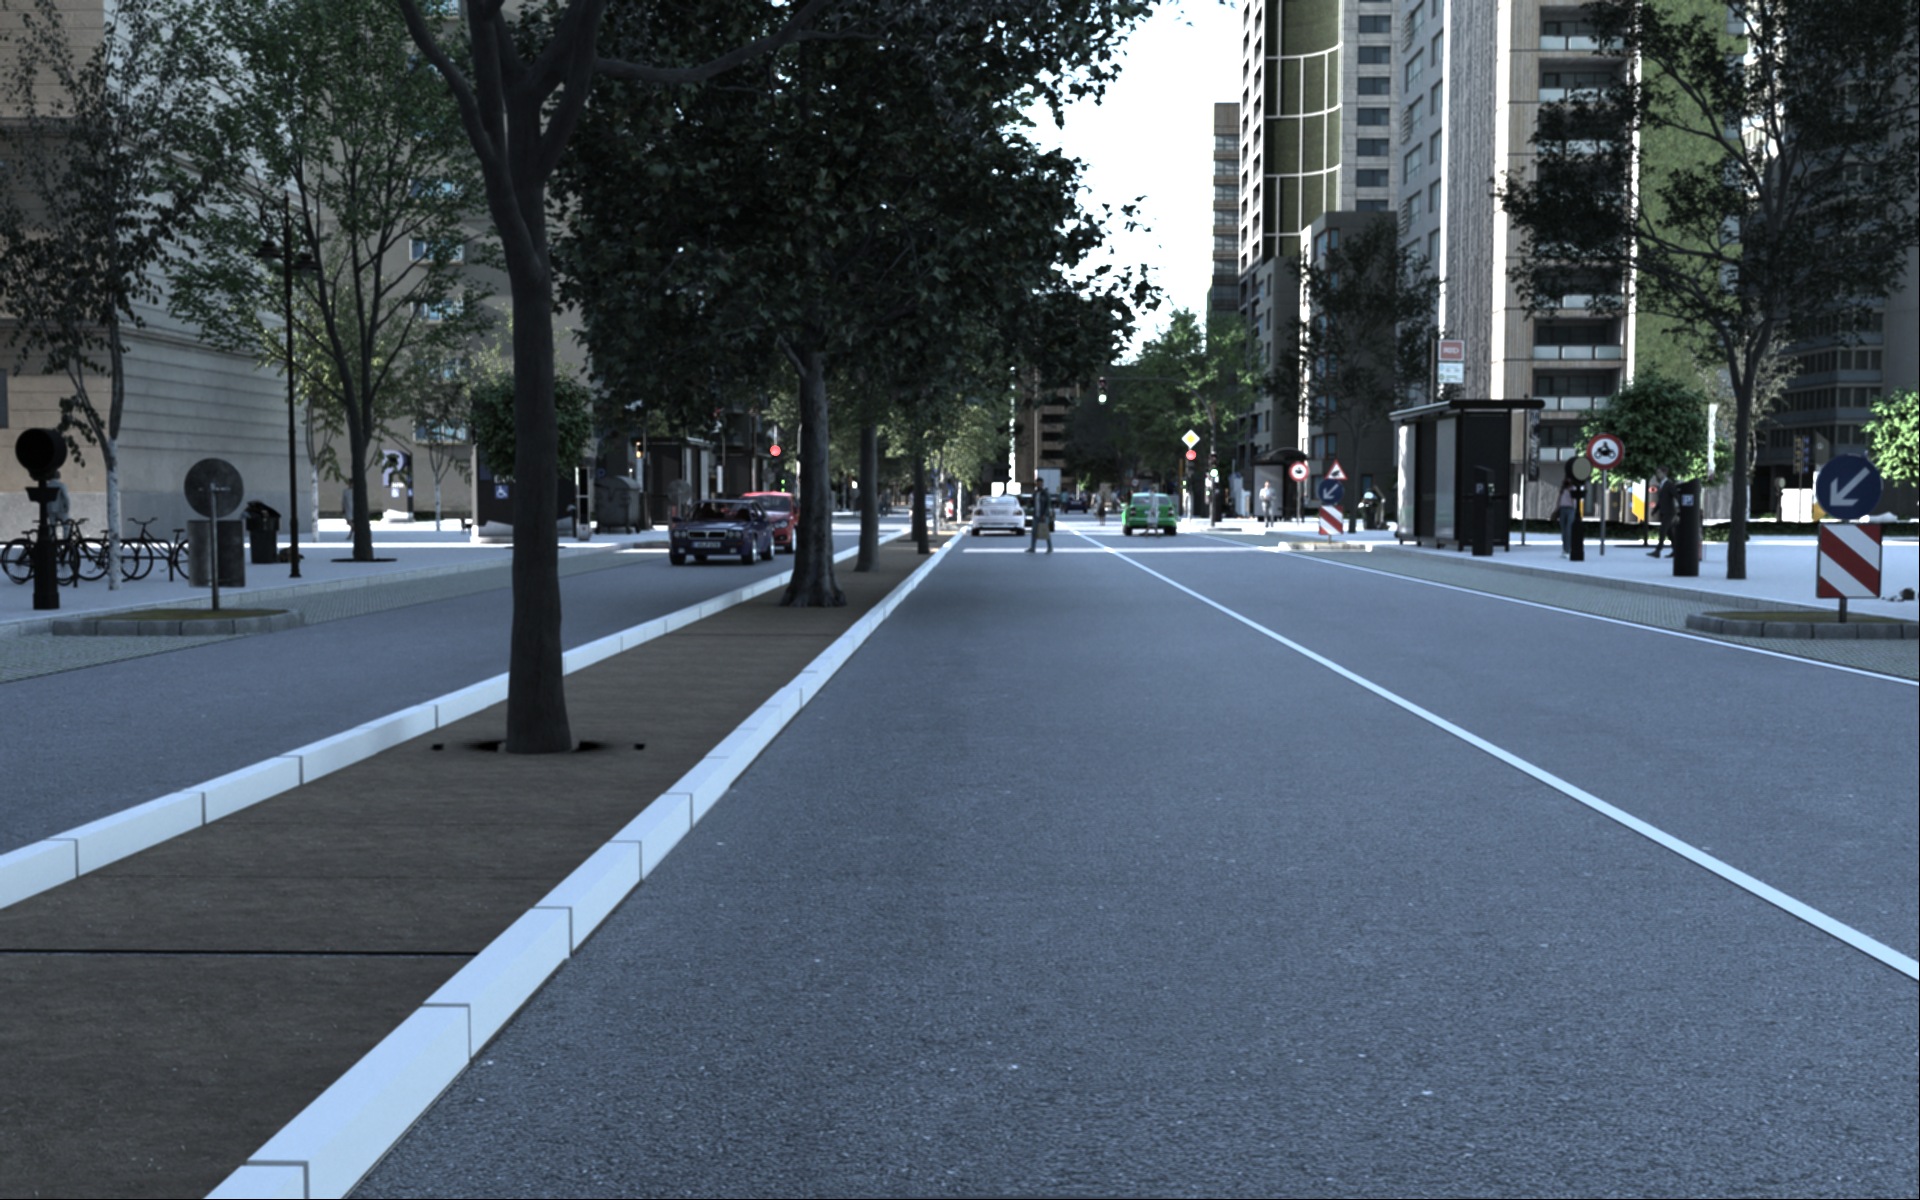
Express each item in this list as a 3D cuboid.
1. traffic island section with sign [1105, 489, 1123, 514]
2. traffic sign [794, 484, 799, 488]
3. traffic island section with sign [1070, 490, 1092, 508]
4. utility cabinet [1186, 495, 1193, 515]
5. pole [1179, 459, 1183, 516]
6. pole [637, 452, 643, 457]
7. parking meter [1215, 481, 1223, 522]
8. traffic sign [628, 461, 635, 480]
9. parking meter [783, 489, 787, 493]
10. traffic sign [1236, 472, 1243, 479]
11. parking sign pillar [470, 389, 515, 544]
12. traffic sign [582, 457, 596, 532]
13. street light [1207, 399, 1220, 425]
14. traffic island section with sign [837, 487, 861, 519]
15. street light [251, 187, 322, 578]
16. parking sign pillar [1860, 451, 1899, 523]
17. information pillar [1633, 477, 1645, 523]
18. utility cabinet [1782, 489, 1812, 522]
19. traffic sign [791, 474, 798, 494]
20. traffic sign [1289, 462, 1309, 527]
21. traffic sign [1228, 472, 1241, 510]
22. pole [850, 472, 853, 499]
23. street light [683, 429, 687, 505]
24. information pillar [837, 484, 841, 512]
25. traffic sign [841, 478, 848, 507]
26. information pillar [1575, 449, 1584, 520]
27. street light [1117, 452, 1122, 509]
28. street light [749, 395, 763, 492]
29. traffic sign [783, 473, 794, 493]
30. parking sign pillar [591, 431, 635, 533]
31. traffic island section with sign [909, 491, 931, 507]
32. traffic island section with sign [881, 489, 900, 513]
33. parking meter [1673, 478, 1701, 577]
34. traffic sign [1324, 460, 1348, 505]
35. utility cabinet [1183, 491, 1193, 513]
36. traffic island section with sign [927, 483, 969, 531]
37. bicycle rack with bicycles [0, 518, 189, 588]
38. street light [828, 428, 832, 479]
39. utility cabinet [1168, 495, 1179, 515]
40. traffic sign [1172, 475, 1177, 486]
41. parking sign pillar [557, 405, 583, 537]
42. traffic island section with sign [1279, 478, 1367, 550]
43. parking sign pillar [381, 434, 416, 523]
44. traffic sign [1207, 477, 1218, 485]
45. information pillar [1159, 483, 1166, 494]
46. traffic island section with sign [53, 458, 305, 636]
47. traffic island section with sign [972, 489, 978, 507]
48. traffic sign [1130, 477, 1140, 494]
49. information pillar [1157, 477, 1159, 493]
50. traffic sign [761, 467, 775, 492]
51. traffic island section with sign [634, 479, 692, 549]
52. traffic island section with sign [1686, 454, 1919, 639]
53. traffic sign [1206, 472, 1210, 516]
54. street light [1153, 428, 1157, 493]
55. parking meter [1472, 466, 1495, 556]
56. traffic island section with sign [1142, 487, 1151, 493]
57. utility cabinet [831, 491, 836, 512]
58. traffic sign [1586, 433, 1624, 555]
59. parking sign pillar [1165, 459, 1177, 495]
[{"bbox_3d":[11.354,-7.263,127.382,1.989,1.847,2.006,0,4,1],"label":"traffic island section with sign"},{"bbox_3d":[-11.621,-7.493,124.637,0.606,2.300,0.079,0,4,2],"label":"traffic sign"},{"bbox_3d":[12.573,-10.357,177.972,1.989,1.847,2.006,0,4,1],"label":"traffic island section with sign"},{"bbox_3d":[14.301,-5.770,105.507,1.020,1.237,0.306,0,4,-4],"label":"utility cabinet"},{"bbox_3d":[12.713,-6.471,99.640,0.158,3.312,0.155,0,3,0],"label":"pole"},{"bbox_3d":[-12.532,-4.528,67.874,0.158,3.312,0.155,0,3,0],"label":"pole"},{"bbox_3d":[11.759,-4.478,78.918,0.399,1.863,0.255,2,4,24],"label":"parking meter"},{"bbox_3d":[-12.611,-4.065,66.561,0.768,2.556,0.104,1,4,9],"label":"traffic sign"},{"bbox_3d":[-9.916,-5.655,98.168,0.255,1.863,0.399,0,4,-2],"label":"parking meter"},{"bbox_3d":[16.407,-6.303,102.779,0.795,2.593,0.064,0,4,7],"label":"traffic sign"},{"bbox_3d":[-11.956,-3.449,44.855,1.447,3.967,1.447,-2,4,-34],"label":"parking sign pillar"},{"bbox_3d":[-12.681,-3.612,59.167,0.768,2.556,0.104,0,4,2],"label":"traffic sign"},{"bbox_3d":[12.278,-6.809,84.115,0.468,5.910,1.993,0,4,1],"label":"street light"},{"bbox_3d":[-6.119,-5.654,101.079,1.989,1.847,2.006,0,4,1],"label":"traffic island section with sign"},{"bbox_3d":[-10.249,-3.287,26.524,0.468,5.910,1.993,0,4,1],"label":"street light"},{"bbox_3d":[34.976,-4.731,65.821,1.447,3.967,1.447,-1,4,-13],"label":"parking sign pillar"},{"bbox_3d":[26.486,-4.651,67.392,0.504,3.616,0.183,1,4,9],"label":"information pillar"},{"bbox_3d":[37.252,-4.186,77.126,1.173,1.500,0.318,1,4,20],"label":"utility cabinet"},{"bbox_3d":[-10.290,-6.544,107.098,0.768,2.556,0.104,0,4,6],"label":"traffic sign"},{"bbox_3d":[13.372,-4.175,68.374,0.768,2.556,0.104,0,4,7],"label":"traffic sign"},{"bbox_3d":[16.082,-6.198,101.435,0.768,2.556,0.104,0,4,7],"label":"traffic sign"},{"bbox_3d":[-8.103,-8.256,128.827,0.158,3.312,0.155,0,3,0],"label":"pole"},{"bbox_3d":[-9.501,-5.322,59.807,0.468,5.910,1.993,0,4,1],"label":"street light"},{"bbox_3d":[-8.791,-7.419,125.796,0.304,2.012,0.304,-1,4,-9],"label":"information pillar"},{"bbox_3d":[-9.118,-8.409,137.489,0.884,2.594,0.081,1,4,8],"label":"traffic sign"},{"bbox_3d":[27.705,-5.266,77.457,0.504,3.616,0.183,-2,4,-29],"label":"information pillar"},{"bbox_3d":[13.871,-10.838,149.987,0.468,5.910,1.993,0,4,1],"label":"street light"},{"bbox_3d":[-9.004,-6.338,76.418,0.468,5.910,1.993,0,4,1],"label":"street light"},{"bbox_3d":[-10.132,-6.213,101.692,0.768,2.556,0.104,0,4,3],"label":"traffic sign"},{"bbox_3d":[-11.573,-4.229,57.619,1.447,3.967,1.447,1,4,22],"label":"parking sign pillar"},{"bbox_3d":[-4.253,-10.364,178.082,1.989,1.847,2.006,0,4,1],"label":"traffic island section with sign"},{"bbox_3d":[-5.455,-7.312,128.172,1.989,1.847,2.006,0,4,1],"label":"traffic island section with sign"},{"bbox_3d":[11.355,-1.140,27.050,0.372,1.533,0.369,0,3,0],"label":"parking meter"},{"bbox_3d":[14.153,-3.990,65.238,0.884,2.594,0.081,0,4,4],"label":"traffic sign"},{"bbox_3d":[15.043,-6.459,114.290,0.318,1.500,1.173,-1,4,-10],"label":"utility cabinet"},{"bbox_3d":[-0.783,-3.683,68.357,2.006,1.907,1.989,0,4,1],"label":"traffic island section with sign"},{"bbox_3d":[-12.810,-0.713,25.047,2.925,0.926,2.852,1,4,20],"label":"bicycle rack with bicycles"},{"bbox_3d":[-8.250,-8.330,108.986,0.468,5.910,1.993,0,4,1],"label":"street light"},{"bbox_3d":[12.918,-5.756,105.278,1.020,1.237,0.306,1,4,11],"label":"utility cabinet"},{"bbox_3d":[14.642,-7.123,116.559,0.768,2.556,0.104,0,4,3],"label":"traffic sign"},{"bbox_3d":[-12.145,-3.928,52.698,1.447,3.967,1.447,-1,4,-13],"label":"parking sign pillar"},{"bbox_3d":[9.346,-2.216,44.861,1.989,1.847,2.006,0,4,1],"label":"traffic island section with sign"},{"bbox_3d":[-24.933,-5.401,76.779,1.447,3.967,1.447,1,4,19],"label":"parking sign pillar"},{"bbox_3d":[12.658,-5.188,86.959,0.606,2.300,0.079,0,4,5],"label":"traffic sign"},{"bbox_3d":[13.591,-6.834,116.223,0.304,2.012,0.304,-2,4,-31],"label":"information pillar"},{"bbox_3d":[-8.118,-0.593,18.329,1.989,1.847,2.006,0,4,1],"label":"traffic island section with sign"},{"bbox_3d":[1.215,-8.730,150.879,2.006,1.907,1.989,0,4,1],"label":"traffic island section with sign"},{"bbox_3d":[13.374,-8.099,132.530,0.768,2.556,0.104,0,4,7],"label":"traffic sign"},{"bbox_3d":[14.889,-8.506,130.431,0.183,3.616,0.504,0,4,-2],"label":"information pillar"},{"bbox_3d":[-9.141,-5.064,82.898,0.768,2.556,0.104,0,4,7],"label":"traffic sign"},{"bbox_3d":[-7.455,-2.274,45.808,1.989,1.847,2.006,0,4,1],"label":"traffic island section with sign"},{"bbox_3d":[8.702,-0.568,17.913,1.989,1.847,2.006,0,4,1],"label":"traffic island section with sign"},{"bbox_3d":[14.242,-6.048,98.990,0.768,2.556,0.104,1,4,9],"label":"traffic sign"},{"bbox_3d":[13.073,-8.801,116.682,0.468,5.910,1.993,0,4,1],"label":"street light"},{"bbox_3d":[10.850,-1.845,35.880,0.255,1.863,0.399,-3,4,-36],"label":"parking meter"},{"bbox_3d":[10.698,-5.615,100.435,1.989,1.847,2.006,0,4,1],"label":"traffic island section with sign"},{"bbox_3d":[-9.031,-6.866,120.932,0.318,1.500,1.173,1,4,21],"label":"utility cabinet"},{"bbox_3d":[13.480,-2.212,36.276,0.768,2.556,0.104,1,4,9],"label":"traffic sign"},{"bbox_3d":[15.962,-8.622,129.440,1.447,3.967,1.447,-2,4,-25],"label":"parking sign pillar"}]
